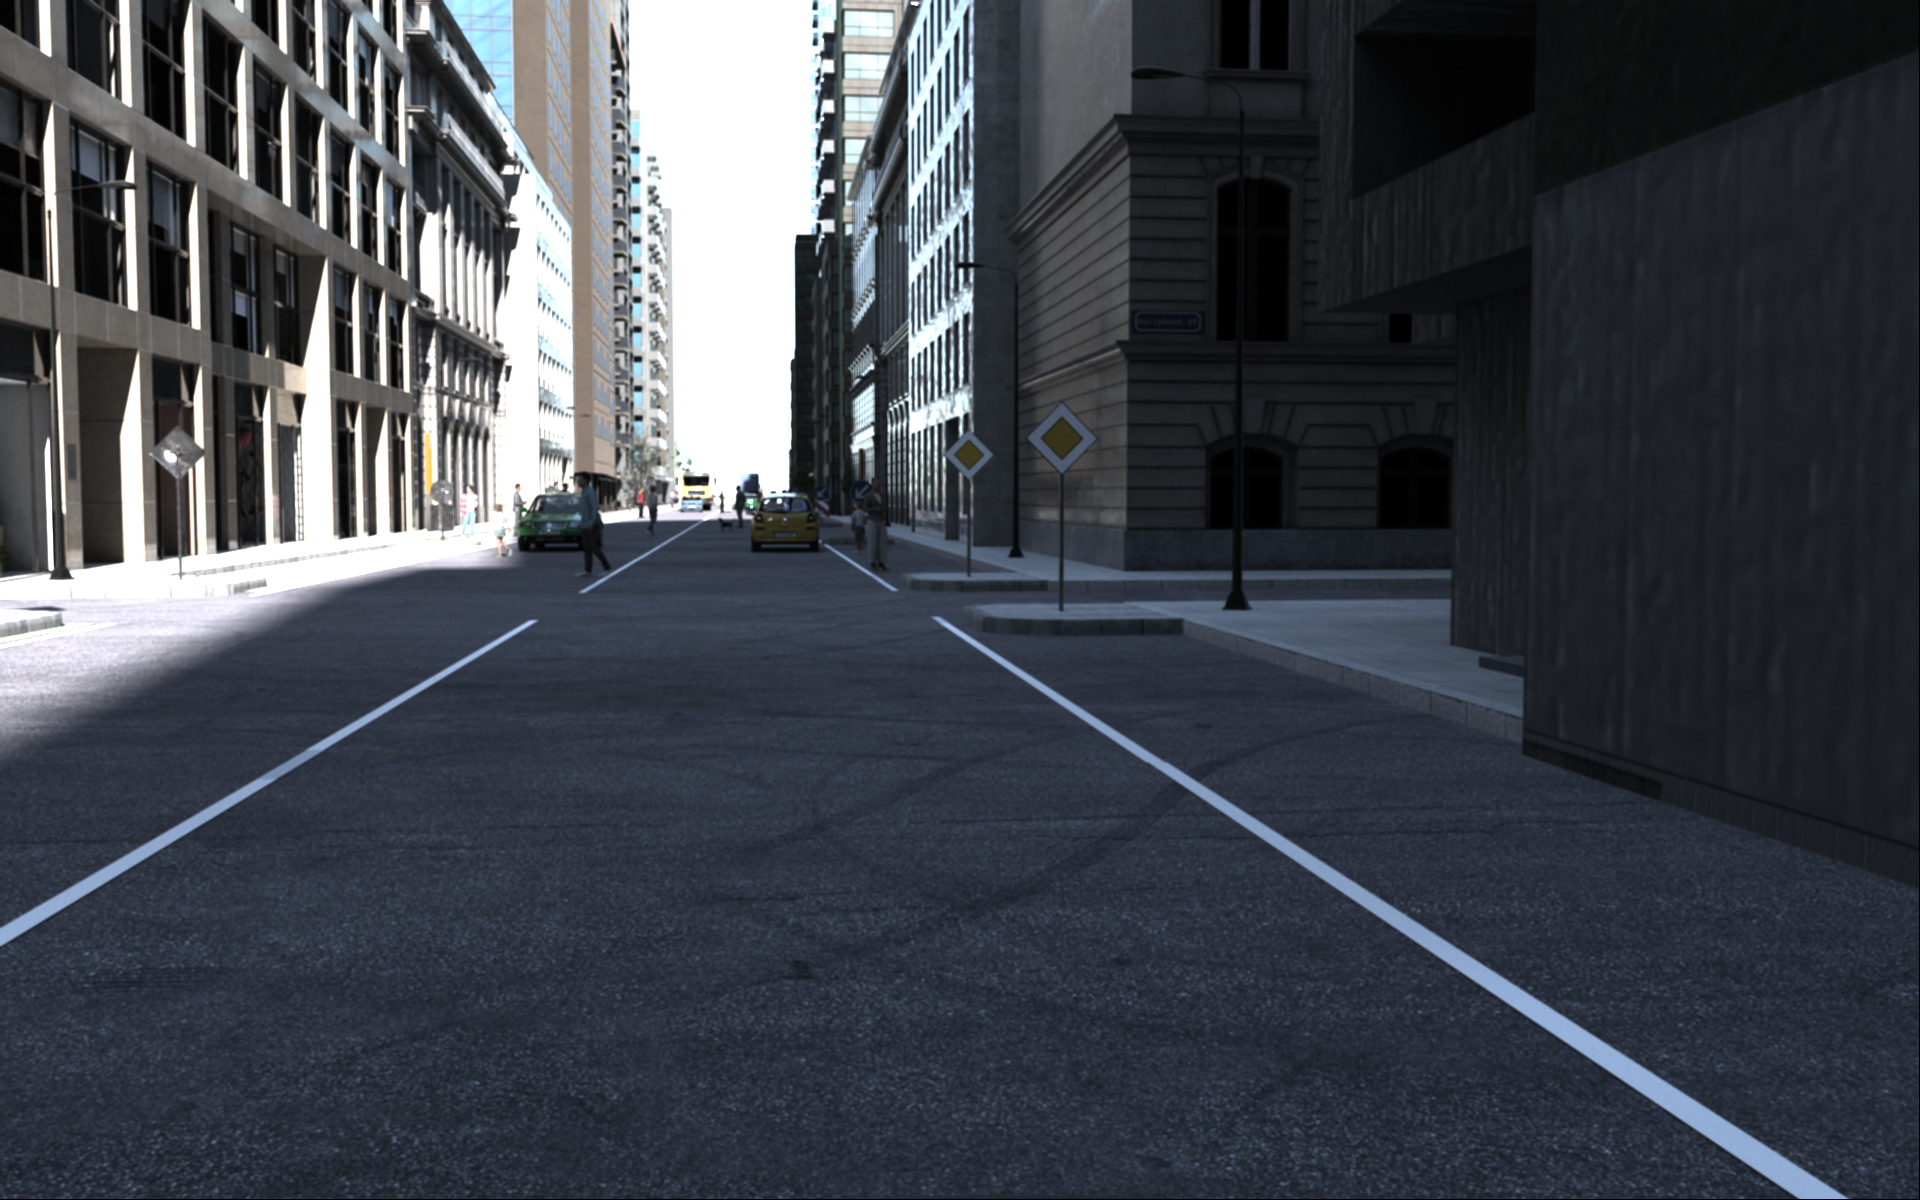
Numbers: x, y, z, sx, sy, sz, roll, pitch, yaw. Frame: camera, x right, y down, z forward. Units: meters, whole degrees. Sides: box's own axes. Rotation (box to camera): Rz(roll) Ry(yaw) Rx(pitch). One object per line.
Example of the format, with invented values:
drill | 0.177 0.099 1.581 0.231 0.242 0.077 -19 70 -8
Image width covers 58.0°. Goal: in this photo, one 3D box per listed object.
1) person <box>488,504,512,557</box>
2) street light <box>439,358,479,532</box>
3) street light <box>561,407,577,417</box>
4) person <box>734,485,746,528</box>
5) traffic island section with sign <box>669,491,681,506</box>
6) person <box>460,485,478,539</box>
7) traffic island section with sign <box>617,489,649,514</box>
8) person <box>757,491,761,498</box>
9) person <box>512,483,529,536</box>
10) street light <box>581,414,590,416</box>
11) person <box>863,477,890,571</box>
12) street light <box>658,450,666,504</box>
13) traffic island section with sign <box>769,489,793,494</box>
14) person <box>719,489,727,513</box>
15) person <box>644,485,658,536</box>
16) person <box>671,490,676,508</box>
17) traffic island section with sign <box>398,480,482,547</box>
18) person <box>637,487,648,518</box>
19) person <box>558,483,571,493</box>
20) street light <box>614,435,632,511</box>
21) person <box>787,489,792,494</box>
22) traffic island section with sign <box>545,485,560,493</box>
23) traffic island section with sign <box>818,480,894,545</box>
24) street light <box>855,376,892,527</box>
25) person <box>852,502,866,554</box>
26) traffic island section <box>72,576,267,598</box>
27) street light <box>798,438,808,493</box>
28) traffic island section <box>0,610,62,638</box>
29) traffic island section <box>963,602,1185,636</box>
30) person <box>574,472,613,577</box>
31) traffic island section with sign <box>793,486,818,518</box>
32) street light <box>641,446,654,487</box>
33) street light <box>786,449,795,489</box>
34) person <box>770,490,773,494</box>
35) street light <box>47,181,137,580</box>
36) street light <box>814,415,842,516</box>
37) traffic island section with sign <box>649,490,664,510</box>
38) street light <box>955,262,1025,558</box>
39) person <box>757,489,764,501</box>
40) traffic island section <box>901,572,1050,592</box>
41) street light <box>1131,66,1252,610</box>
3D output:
person | -10.430 -1.573 39.230 0.382 1.210 0.505 3 5 40
street light | -17.064 -5.287 58.988 1.470 5.913 1.316 0 4 -7
street light | -21.167 -7.320 92.215 1.470 5.913 1.316 0 4 -7
person | -9.438 -4.011 74.180 0.391 1.810 0.635 1 4 17
traffic island section with sign | -33.597 -12.067 205.921 1.989 1.847 2.006 0 4 -7
person | -15.438 -2.761 54.483 0.563 1.720 0.643 -2 4 -27
traffic island section with sign | -23.624 -7.086 124.481 1.989 1.847 2.006 0 4 -7
person | -19.997 -9.957 172.031 0.721 1.736 1.217 2 4 35
person | -14.806 -3.038 58.369 0.583 1.804 0.606 -1 4 -18
street light | -22.241 -7.862 101.084 1.470 5.913 1.316 0 4 -7
person | -1.552 -1.429 32.420 0.519 1.759 0.362 -3 5 -43
street light | -32.279 -12.910 183.622 1.470 5.913 1.316 0 4 -7
traffic island section with sign | -15.610 -8.828 152.962 1.989 1.847 2.006 0 4 -7
person | -18.288 -7.628 133.350 0.705 1.807 1.348 1 4 13
person | -10.635 -3.089 59.685 0.731 1.740 0.598 3 4 39
person | -28.919 -10.195 175.053 0.599 1.838 0.709 0 4 5
traffic island section with sign | -14.188 -2.371 47.396 1.989 1.847 2.006 0 4 -7
person | -18.893 -5.771 102.794 0.705 1.831 1.348 1 4 15
person | -14.490 -3.379 63.616 0.638 1.841 0.748 0 4 4
street light | -26.307 -9.946 135.154 1.470 5.913 1.316 0 4 -7
person | -10.473 -6.035 107.687 0.721 1.766 1.217 -1 4 -14
traffic island section with sign | -17.530 -4.040 74.686 1.989 1.847 2.006 0 4 -7
traffic island section with sign | -2.963 -2.507 49.619 1.989 1.847 2.006 0 4 -7
street light | -3.409 -5.845 68.110 1.470 5.913 1.316 0 4 -7
person | -2.425 -1.731 41.485 0.332 1.250 0.352 1 4 11
traffic island section | -11.498 -0.198 25.512 2.009 0.180 2.903 0 4 -7
street light | -12.740 -10.487 144.009 1.470 5.913 1.316 0 4 -7
traffic island section | -10.528 0.287 17.586 2.009 0.180 2.903 0 4 -7
traffic island section | 1.128 0.201 19.002 2.009 0.180 2.903 0 4 -7
person | -6.357 -1.315 30.014 0.620 1.820 0.660 -2 4 -32
traffic island section with sign | -6.236 -4.144 76.375 1.989 1.847 2.006 0 4 -7
street light | -30.423 -11.978 168.379 1.470 5.913 1.316 0 4 -7
street light | -16.859 -12.540 177.571 1.470 5.913 1.316 0 4 -7
person | -19.163 -10.345 177.506 0.599 1.838 0.709 2 4 27
street light | -12.900 -3.256 25.769 1.470 5.913 1.316 0 4 -7
street light | -7.626 -7.892 101.571 1.470 5.913 1.316 0 4 -7
traffic island section with sign | -26.951 -8.743 151.583 1.989 1.847 2.006 0 4 -7
street light | 0.598 -3.812 34.871 1.470 5.913 1.316 0 4 -7
person | -14.308 -7.108 124.677 0.705 1.831 1.348 -2 4 -27
traffic island section | 0.157 -0.284 26.928 2.009 0.180 2.903 0 4 -7
street light | 2.547 -2.844 19.049 1.470 5.913 1.316 0 4 -7
